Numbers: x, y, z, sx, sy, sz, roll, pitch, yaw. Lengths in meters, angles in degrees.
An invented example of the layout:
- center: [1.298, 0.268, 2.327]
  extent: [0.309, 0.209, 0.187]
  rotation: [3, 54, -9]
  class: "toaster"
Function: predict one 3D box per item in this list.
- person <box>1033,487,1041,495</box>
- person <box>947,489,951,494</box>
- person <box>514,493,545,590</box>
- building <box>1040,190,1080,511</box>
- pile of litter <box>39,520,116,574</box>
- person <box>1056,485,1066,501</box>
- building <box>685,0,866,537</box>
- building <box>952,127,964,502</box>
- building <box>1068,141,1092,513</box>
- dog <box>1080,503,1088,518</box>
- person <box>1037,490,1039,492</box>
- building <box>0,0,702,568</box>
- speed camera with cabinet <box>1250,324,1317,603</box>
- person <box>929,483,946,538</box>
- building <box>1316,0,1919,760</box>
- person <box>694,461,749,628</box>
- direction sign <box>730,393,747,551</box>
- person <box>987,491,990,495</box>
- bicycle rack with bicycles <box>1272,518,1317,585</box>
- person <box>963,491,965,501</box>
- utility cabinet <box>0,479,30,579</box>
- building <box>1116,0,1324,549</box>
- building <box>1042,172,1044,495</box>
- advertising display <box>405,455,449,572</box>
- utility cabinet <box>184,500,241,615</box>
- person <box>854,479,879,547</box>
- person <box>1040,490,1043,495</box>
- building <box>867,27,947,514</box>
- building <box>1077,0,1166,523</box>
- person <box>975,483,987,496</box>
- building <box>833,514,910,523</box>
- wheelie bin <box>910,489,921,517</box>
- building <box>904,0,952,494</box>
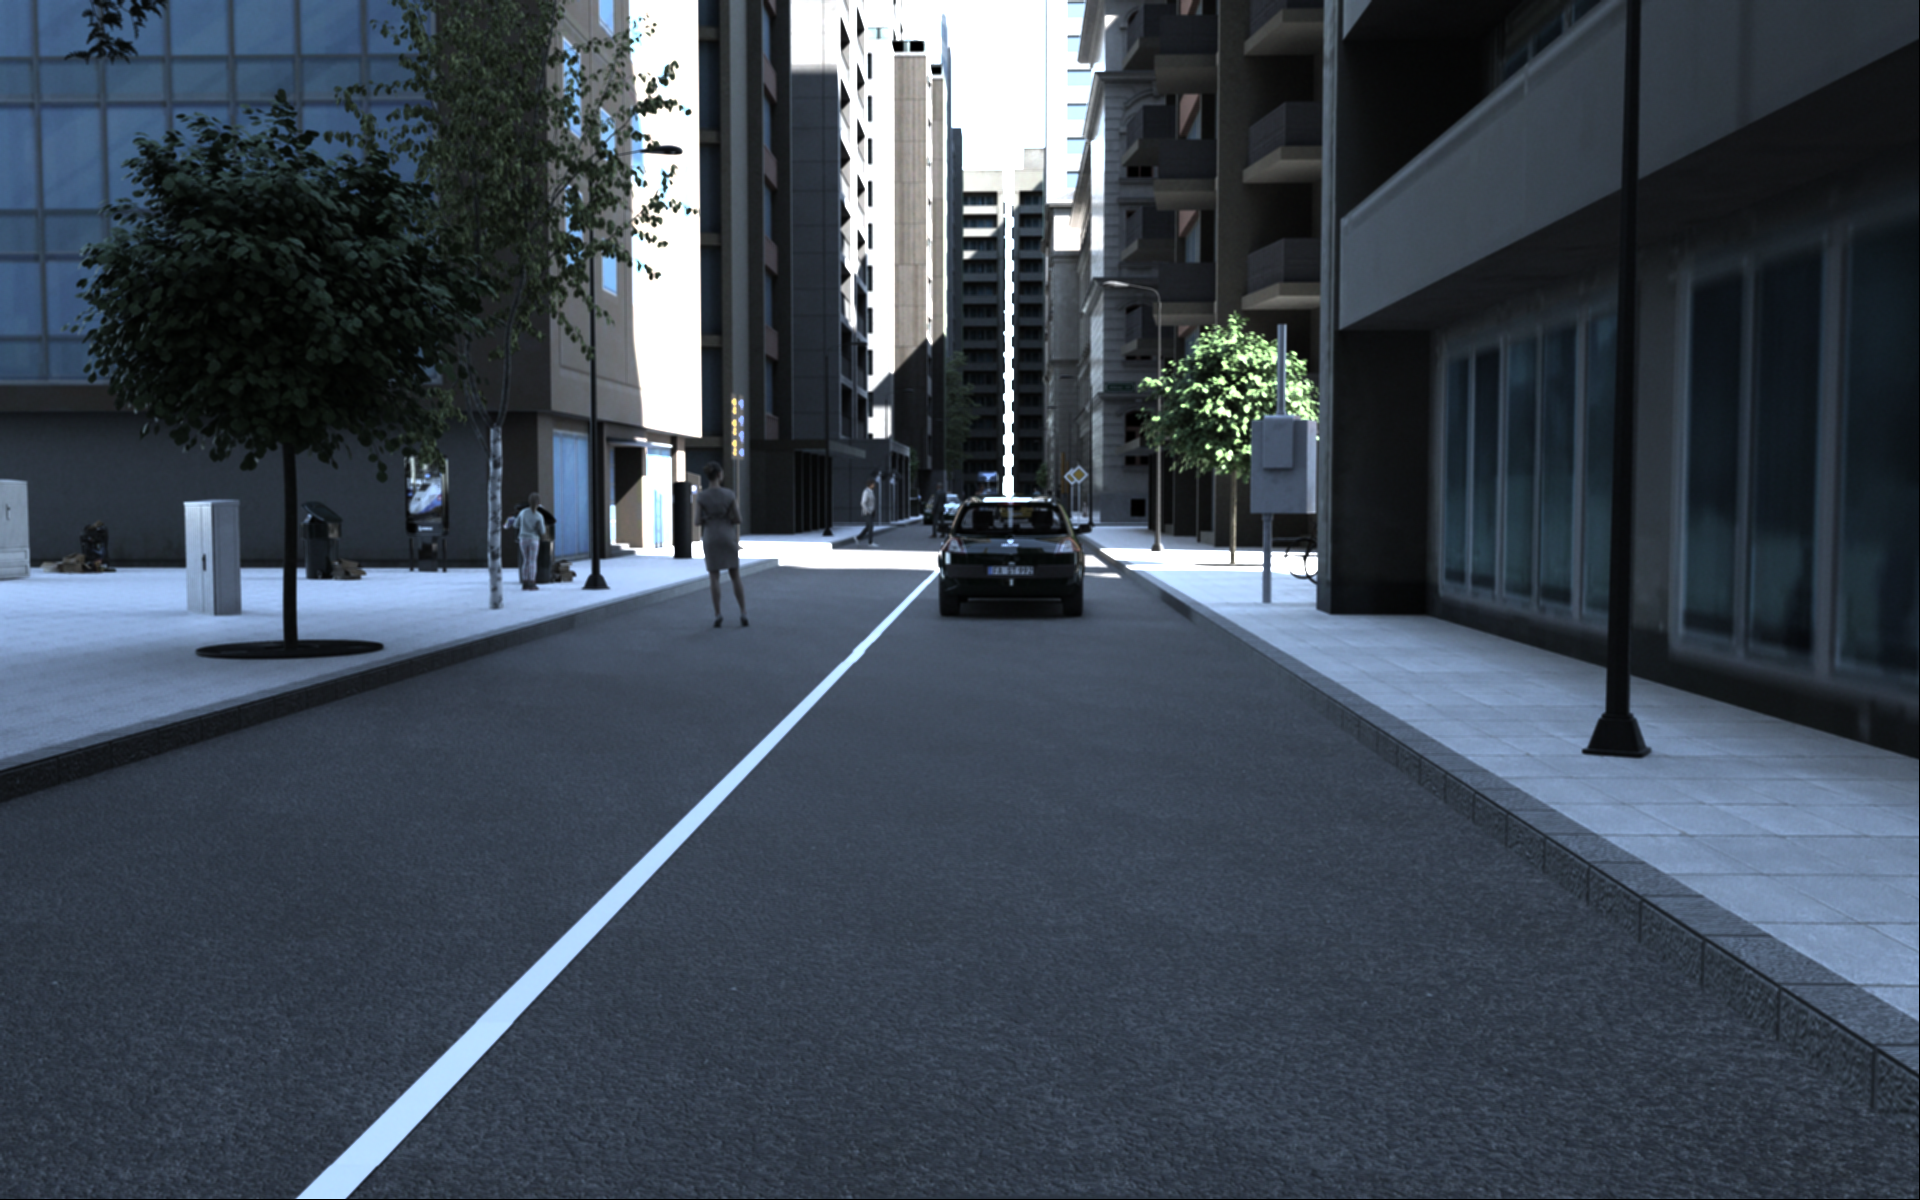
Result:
- center: [4.721, -6.018, 106.755]
  extent: [0.638, 1.841, 0.748]
  rotation: [0, 4, -5]
  class: "person"
- center: [-0.901, -8.800, 150.669]
  extent: [0.466, 1.731, 0.760]
  rotation: [-1, 4, -19]
  class: "person"
- center: [-5.748, -0.785, 23.165]
  extent: [0.425, 1.301, 0.394]
  rotation: [0, 4, -6]
  class: "person"
- center: [12.827, -20.879, 138.630]
  extent: [12.463, 27.353, 25.104]
  rotation: [0, 4, 2]
  class: "building"
- center: [-14.524, -0.891, 28.527]
  extent: [1.176, 0.858, 1.719]
  rotation: [-1, 4, -17]
  class: "pile of litter"
- center: [6.592, -6.605, 113.398]
  extent: [0.648, 1.900, 0.474]
  rotation: [-2, 4, -32]
  class: "person"
- center: [-18.523, -24.648, 57.628]
  extent: [28.867, 44.769, 22.147]
  rotation: [0, 4, 2]
  class: "building"
- center: [-6.852, -30.834, 187.737]
  extent: [14.154, 41.232, 14.086]
  rotation: [0, 4, 2]
  class: "building"
- center: [15.414, -16.964, 110.643]
  extent: [16.112, 22.955, 30.059]
  rotation: [0, 4, 2]
  class: "building"
- center: [6.734, -4.908, 94.633]
  extent: [0.513, 0.831, 0.800]
  rotation: [3, 5, 40]
  class: "dog"
- center: [8.937, -11.824, 199.893]
  extent: [0.617, 1.759, 0.750]
  rotation: [2, 4, 33]
  class: "person"
- center: [-13.615, -23.569, 35.470]
  extent: [14.600, 45.320, 14.200]
  rotation: [0, 4, 2]
  class: "building"
- center: [4.457, -1.581, 20.178]
  extent: [2.038, 3.252, 0.660]
  rotation: [1, 4, 23]
  class: "speed camera with cabinet"
- center: [-0.753, -2.965, 57.145]
  extent: [0.590, 1.801, 0.661]
  rotation: [3, 4, 36]
  class: "person"
- center: [14.291, -23.443, 7.004]
  extent: [21.300, 48.544, 21.600]
  rotation: [0, 4, 2]
  class: "building"
- center: [-2.572, -0.601, 18.664]
  extent: [0.599, 1.781, 0.374]
  rotation: [-1, 4, -14]
  class: "person"
- center: [-5.047, -2.892, 39.283]
  extent: [0.379, 3.537, 0.876]
  rotation: [1, 4, 10]
  class: "direction sign"
- center: [2.407, -8.681, 151.176]
  extent: [0.760, 1.731, 0.466]
  rotation: [1, 4, 9]
  class: "person"
- center: [5.937, -0.745, 25.569]
  extent: [2.925, 0.926, 2.852]
  rotation: [-1, 4, -14]
  class: "bicycle rack with bicycles"
- center: [0.473, -12.230, 206.935]
  extent: [0.436, 1.711, 0.756]
  rotation: [-1, 4, -12]
  class: "person"
- center: [-14.366, -1.048, 25.808]
  extent: [0.318, 1.500, 1.173]
  rotation: [0, 4, 5]
  class: "utility cabinet"
- center: [16.046, -24.096, 48.596]
  extent: [22.147, 44.769, 28.867]
  rotation: [0, 4, 2]
  class: "building"
- center: [17.483, -32.793, 219.758]
  extent: [14.154, 41.232, 14.086]
  rotation: [0, 4, 2]
  class: "building"
- center: [-8.803, -1.431, 28.608]
  extent: [0.974, 1.923, 0.123]
  rotation: [2, 4, 35]
  class: "advertising display"
- center: [-8.089, -0.463, 18.727]
  extent: [0.306, 1.237, 1.020]
  rotation: [-3, 5, -39]
  class: "utility cabinet"
- center: [-2.555, -2.368, 47.065]
  extent: [0.795, 1.843, 0.661]
  rotation: [1, 4, 16]
  class: "person"
- center: [8.744, -10.971, 186.128]
  extent: [1.217, 1.735, 0.721]
  rotation: [-2, 4, -24]
  class: "person"
- center: [-8.137, -20.774, 111.356]
  extent: [14.160, 30.474, 14.107]
  rotation: [0, 4, 2]
  class: "building"
- center: [17.540, -18.019, 82.000]
  extent: [23.554, 28.519, 14.401]
  rotation: [0, 4, 2]
  class: "building"
- center: [0.727, -3.263, 61.952]
  extent: [0.616, 1.811, 0.778]
  rotation: [-1, 4, -18]
  class: "person"
- center: [-12.975, -39.553, 84.938]
  extent: [20.563, 71.187, 20.611]
  rotation: [0, 4, 2]
  class: "building"
- center: [-2.655, -5.507, 97.947]
  extent: [0.980, 1.594, 0.693]
  rotation: [0, 4, 7]
  class: "wheelie bin"
- center: [-11.715, -38.180, 166.240]
  extent: [21.231, 58.520, 28.212]
  rotation: [0, 4, 2]
  class: "building"
